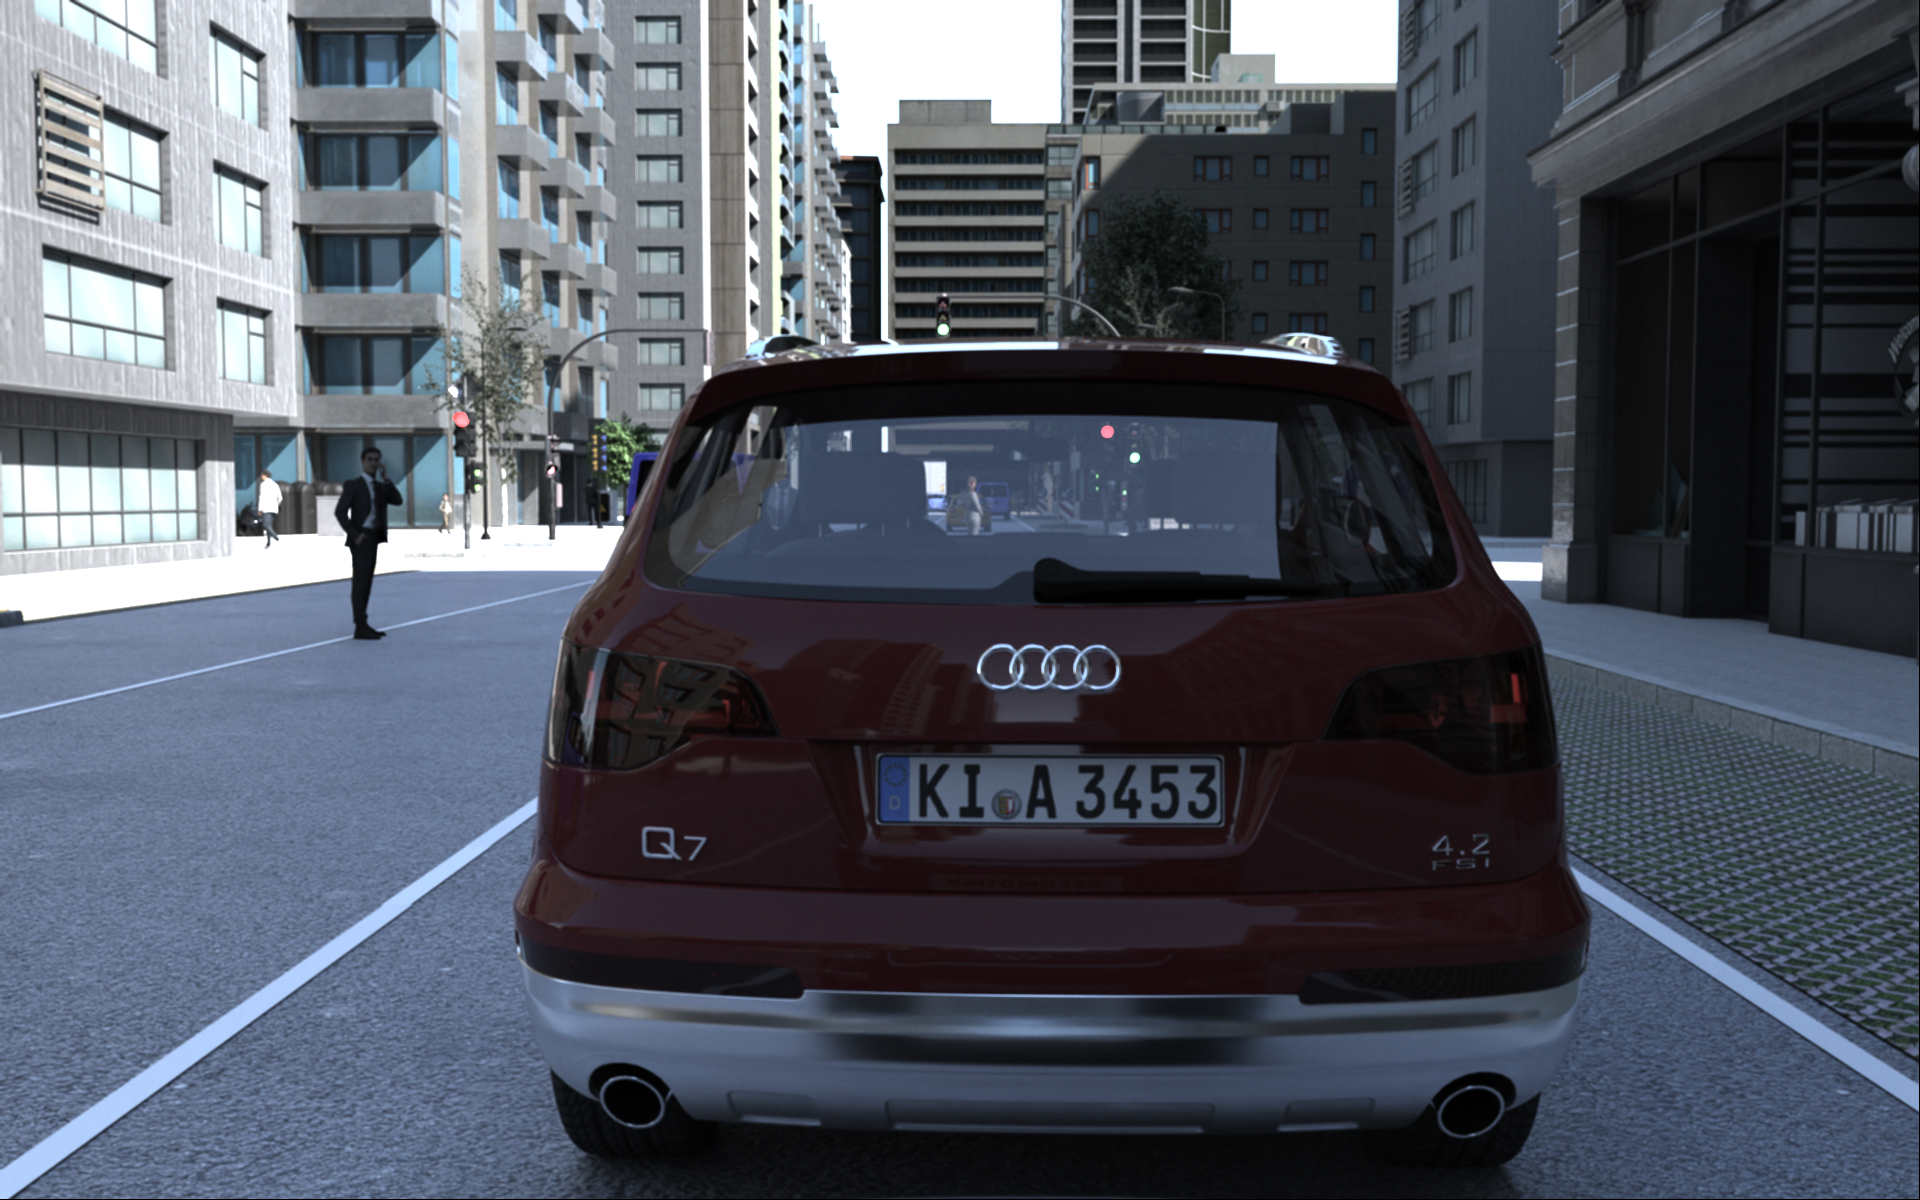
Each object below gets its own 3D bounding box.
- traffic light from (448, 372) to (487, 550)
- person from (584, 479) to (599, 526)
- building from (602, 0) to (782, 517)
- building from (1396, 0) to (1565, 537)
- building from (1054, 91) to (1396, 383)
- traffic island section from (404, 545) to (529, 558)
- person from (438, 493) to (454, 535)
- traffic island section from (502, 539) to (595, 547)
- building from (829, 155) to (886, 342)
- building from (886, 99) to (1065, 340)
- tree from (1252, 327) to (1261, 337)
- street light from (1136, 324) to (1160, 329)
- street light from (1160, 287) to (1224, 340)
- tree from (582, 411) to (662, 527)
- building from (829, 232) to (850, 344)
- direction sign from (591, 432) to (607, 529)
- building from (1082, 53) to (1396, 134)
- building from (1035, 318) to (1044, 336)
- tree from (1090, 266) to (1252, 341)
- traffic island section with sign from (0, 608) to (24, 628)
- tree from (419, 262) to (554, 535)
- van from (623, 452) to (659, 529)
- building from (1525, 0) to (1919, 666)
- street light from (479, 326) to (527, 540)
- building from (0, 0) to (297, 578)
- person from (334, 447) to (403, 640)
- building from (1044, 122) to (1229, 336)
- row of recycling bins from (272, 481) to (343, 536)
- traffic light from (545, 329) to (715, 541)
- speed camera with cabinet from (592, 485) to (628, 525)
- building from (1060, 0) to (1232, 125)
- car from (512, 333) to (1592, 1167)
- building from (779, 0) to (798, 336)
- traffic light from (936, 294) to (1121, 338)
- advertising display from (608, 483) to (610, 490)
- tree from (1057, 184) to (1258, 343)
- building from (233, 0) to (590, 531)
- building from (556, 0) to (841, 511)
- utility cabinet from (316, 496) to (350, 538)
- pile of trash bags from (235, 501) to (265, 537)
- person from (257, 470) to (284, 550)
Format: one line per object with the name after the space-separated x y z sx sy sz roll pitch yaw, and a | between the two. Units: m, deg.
-11.327 -3.111 39.782 0.839 4.253 0.868 0 4 1 | traffic light
-15.021 -3.991 70.659 0.648 1.900 0.474 -1 4 -12 | person
-18.375 -25.645 102.885 14.154 41.232 14.086 0 4 1 | building
22.050 -22.611 53.291 14.086 41.232 14.154 0 4 1 | building
19.788 -15.463 97.867 27.650 21.520 28.899 0 4 1 | building
-11.367 -1.079 39.917 2.009 0.180 2.903 0 4 1 | traffic island section
-16.342 -2.737 55.069 0.640 1.303 0.475 1 4 20 | person
-11.289 -1.567 47.902 2.009 0.180 2.903 0 4 1 | traffic island section
-24.050 -34.393 216.952 28.867 44.769 22.147 0 4 1 | building
1.921 -36.229 216.046 21.600 48.544 21.300 0 4 1 | building
11.364 -7.460 72.330 4.360 8.622 3.978 0 3 0 | tree
5.526 -4.586 47.529 1.470 5.913 1.316 0 4 1 | street light
5.369 -4.070 39.091 1.470 5.913 1.316 0 4 1 | street light
-13.226 -5.170 68.249 4.285 4.588 4.351 0 3 0 | tree
-19.317 -25.711 192.079 14.107 30.474 14.160 0 4 1 | building
-13.162 -4.356 63.210 0.379 3.537 0.876 2 4 27 | direction sign
23.694 -28.460 157.197 32.217 40.220 23.993 0 4 1 | building
21.599 -20.763 184.521 27.650 21.520 28.899 0 4 1 | building
6.159 -6.403 55.047 4.360 8.622 3.978 0 3 0 | tree
-11.246 -0.601 18.460 1.989 1.847 2.006 0 4 1 | traffic island section with sign
-14.487 -6.343 54.064 4.360 8.622 3.978 0 3 0 | tree
-3.929 -1.413 27.488 2.240 2.365 5.245 0 3 0 | van
11.521 -10.290 19.150 10.553 20.767 40.483 0 4 1 | building
-12.692 -4.624 48.150 1.470 5.913 1.316 0 4 1 | street light
-20.666 -21.232 30.736 14.086 41.232 14.154 0 4 1 | building
-5.890 -0.579 17.331 0.474 1.900 0.648 1 4 11 | person
13.649 -22.439 138.576 14.160 30.474 14.107 0 4 1 | building
-20.679 -2.936 55.124 1.069 1.692 3.534 1 4 18 | row of recycling bins
-9.157 -4.472 47.782 4.771 5.953 1.251 0 4 1 | traffic light
-14.364 -4.780 72.496 2.038 3.252 0.660 0 4 4 | speed camera with cabinet
23.041 -47.510 215.042 20.611 71.187 20.563 0 4 1 | building
0.224 0.208 5.264 2.281 1.827 5.304 0 4 2 | car
-23.661 -50.400 136.708 22.319 86.520 31.000 0 4 1 | building
1.841 -3.967 39.529 4.771 5.953 1.251 0 4 1 | traffic light
-19.504 -5.441 94.176 0.974 1.923 0.123 -2 4 -27 | advertising display
7.166 -9.016 64.420 9.611 12.733 9.660 0 3 0 | tree
-27.290 -27.701 72.518 23.786 49.044 30.456 0 4 1 | building
-23.350 -33.593 168.860 23.786 49.044 30.456 0 4 1 | building
-18.481 -2.443 51.104 1.020 1.237 0.306 1 4 21 | utility cabinet
-22.384 -2.515 50.865 1.912 1.369 3.447 3 5 40 | pile of trash bags
-15.873 -2.082 39.936 0.795 1.843 0.661 1 4 19 | person
